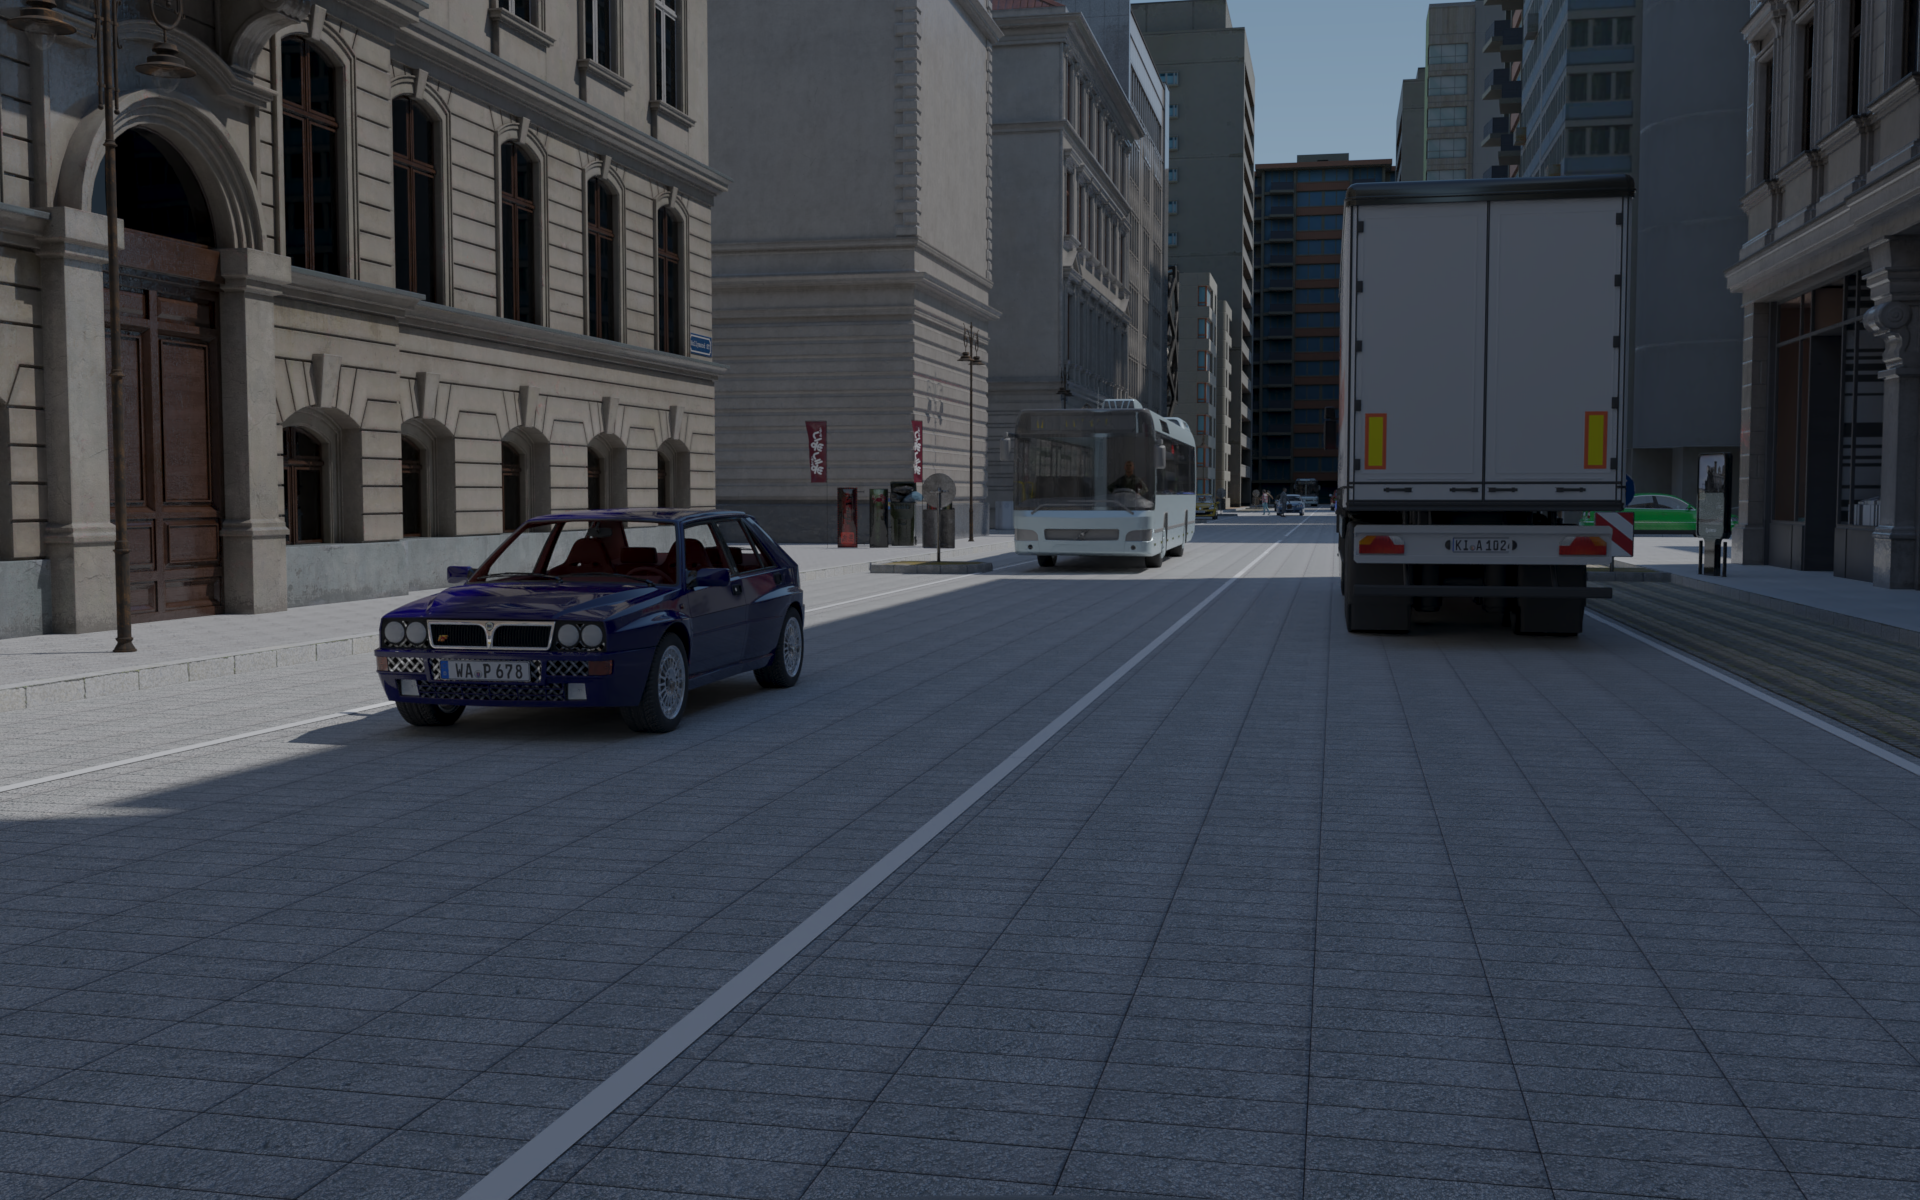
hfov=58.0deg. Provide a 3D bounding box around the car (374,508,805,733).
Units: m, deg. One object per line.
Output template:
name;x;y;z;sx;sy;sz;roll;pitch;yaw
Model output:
car;-2.324;0.051;11.739;1.945;1.354;3.894;1;4;11

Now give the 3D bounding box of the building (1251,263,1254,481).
building;27.214;-26.398;203.308;14.107;30.474;14.160;1;4;12

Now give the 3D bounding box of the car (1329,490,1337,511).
car;32.859;-8.563;148.670;2.281;1.827;5.304;1;4;11

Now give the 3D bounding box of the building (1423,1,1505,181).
building;46.427;-28.352;147.155;14.154;41.232;14.086;1;4;12

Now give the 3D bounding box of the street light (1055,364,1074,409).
street light;3.741;-5.446;61.823;0.468;5.910;1.993;1;4;12

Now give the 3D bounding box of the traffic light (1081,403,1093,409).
traffic light;3.900;-3.938;53.310;0.839;4.253;0.868;1;4;12

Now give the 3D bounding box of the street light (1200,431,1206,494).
street light;17.900;-9.457;127.407;0.468;5.910;1.993;1;4;12

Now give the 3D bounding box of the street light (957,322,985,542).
street light;0.302;-4.516;46.617;0.468;5.910;1.993;1;4;12

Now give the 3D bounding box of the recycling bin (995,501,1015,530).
recycling bin;1.704;-2.992;61.474;0.722;1.027;0.722;-1;4;-19

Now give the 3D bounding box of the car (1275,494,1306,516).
car;22.161;-6.363;116.045;2.014;1.417;4.499;1;4;13

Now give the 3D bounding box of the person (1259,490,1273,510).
person;28.056;-9.183;158.660;1.348;1.823;0.705;0;4;-1

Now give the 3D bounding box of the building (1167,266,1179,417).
building;5.619;-15.004;112.762;16.820;18.784;16.811;1;4;12

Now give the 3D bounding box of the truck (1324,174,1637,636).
truck;5.830;-1.957;20.903;2.839;4.237;11.283;1;4;12

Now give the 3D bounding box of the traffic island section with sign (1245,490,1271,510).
traffic island section with sign;27.524;-9.297;160.628;1.989;1.847;2.006;1;4;12

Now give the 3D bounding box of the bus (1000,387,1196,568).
bus;3.304;-2.558;36.687;2.948;3.499;13.247;1;4;11

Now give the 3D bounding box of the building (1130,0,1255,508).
building;18.517;-33.786;176.097;21.300;48.544;21.600;1;4;12

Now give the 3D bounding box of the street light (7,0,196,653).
street light;-6.790;-2.515;13.902;0.468;5.910;1.993;1;4;12

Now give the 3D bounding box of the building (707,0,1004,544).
building;-9.136;-13.532;50.127;19.941;23.489;11.050;1;4;12

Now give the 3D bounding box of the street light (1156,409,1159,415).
street light;10.787;-7.458;94.727;0.468;5.910;1.993;1;4;12

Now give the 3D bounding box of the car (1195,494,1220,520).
car;13.676;-5.363;97.914;2.015;1.641;3.980;1;4;11

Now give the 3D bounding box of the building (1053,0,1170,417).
building;4.232;-16.843;93.408;12.078;24.808;19.932;1;4;12

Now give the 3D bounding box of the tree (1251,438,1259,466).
tree;31.214;-14.883;193.702;4.360;8.622;3.978;0;3;0

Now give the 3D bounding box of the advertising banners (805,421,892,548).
advertising banners;-2.657;-2.759;41.300;2.074;3.025;0.090;0;4;3

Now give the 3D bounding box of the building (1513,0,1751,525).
building;35.348;-23.035;68.499;23.993;40.220;32.217;1;4;12

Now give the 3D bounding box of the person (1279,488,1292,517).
person;20.132;-6.042;107.414;0.853;1.813;0.709;3;4;37

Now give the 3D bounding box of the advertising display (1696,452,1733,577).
advertising display;11.818;-1.342;27.159;0.123;1.923;0.974;0;4;-1

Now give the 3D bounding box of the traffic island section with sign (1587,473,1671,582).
traffic island section with sign;10.767;-1.255;29.150;1.989;1.847;2.006;1;4;12

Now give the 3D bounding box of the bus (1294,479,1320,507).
bus;40.159;-12.597;200.817;2.948;3.499;13.247;1;4;11

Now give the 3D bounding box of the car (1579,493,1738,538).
car;21.642;-2.735;53.510;4.718;1.807;1.959;1;4;13

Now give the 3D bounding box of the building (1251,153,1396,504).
building;46.352;-34.937;225.852;28.867;44.769;22.147;1;4;12

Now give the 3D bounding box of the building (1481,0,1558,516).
building;43.373;-27.512;104.444;22.147;44.769;28.867;1;4;12

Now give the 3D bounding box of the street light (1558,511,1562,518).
street light;17.382;-4.725;50.034;0.468;5.910;1.993;1;4;12

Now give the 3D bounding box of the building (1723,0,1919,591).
building;18.349;-10.907;29.247;10.553;20.767;40.483;1;4;12

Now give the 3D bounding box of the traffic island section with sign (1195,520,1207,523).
traffic island section with sign;11.144;-4.694;85.373;1.989;1.847;2.006;1;4;12

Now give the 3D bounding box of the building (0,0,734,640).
building;-13.379;-12.160;17.900;14.460;24.649;34.723;1;4;12

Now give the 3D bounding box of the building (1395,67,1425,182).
building;59.407;-34.767;192.140;21.300;48.544;21.600;1;4;12

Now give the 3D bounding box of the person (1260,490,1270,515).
person;20.840;-6.661;118.244;0.643;1.720;0.563;3;5;40

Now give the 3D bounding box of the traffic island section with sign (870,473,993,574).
traffic island section with sign;-0.455;-1.430;32.009;1.989;1.847;2.006;1;4;12

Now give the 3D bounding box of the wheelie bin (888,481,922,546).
wheelie bin;-1.377;-2.142;42.937;0.980;1.594;0.693;0;4;4

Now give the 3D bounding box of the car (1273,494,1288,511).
car;26.952;-8.184;143.589;2.009;1.686;4.222;1;4;11

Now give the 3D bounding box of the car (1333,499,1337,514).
car;27.396;-6.903;122.461;1.945;1.707;3.694;1;4;11

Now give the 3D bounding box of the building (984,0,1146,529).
building;0.812;-14.450;72.416;11.583;22.565;21.152;1;4;12

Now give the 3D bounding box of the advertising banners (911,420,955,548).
advertising banners;-0.654;-2.785;41.725;0.090;3.025;2.074;2;4;29

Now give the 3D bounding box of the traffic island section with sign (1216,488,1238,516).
traffic island section with sign;16.924;-6.316;111.901;1.989;1.847;2.006;1;4;12

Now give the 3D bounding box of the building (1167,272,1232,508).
building;8.987;-18.789;152.235;27.650;21.520;28.899;1;4;12
